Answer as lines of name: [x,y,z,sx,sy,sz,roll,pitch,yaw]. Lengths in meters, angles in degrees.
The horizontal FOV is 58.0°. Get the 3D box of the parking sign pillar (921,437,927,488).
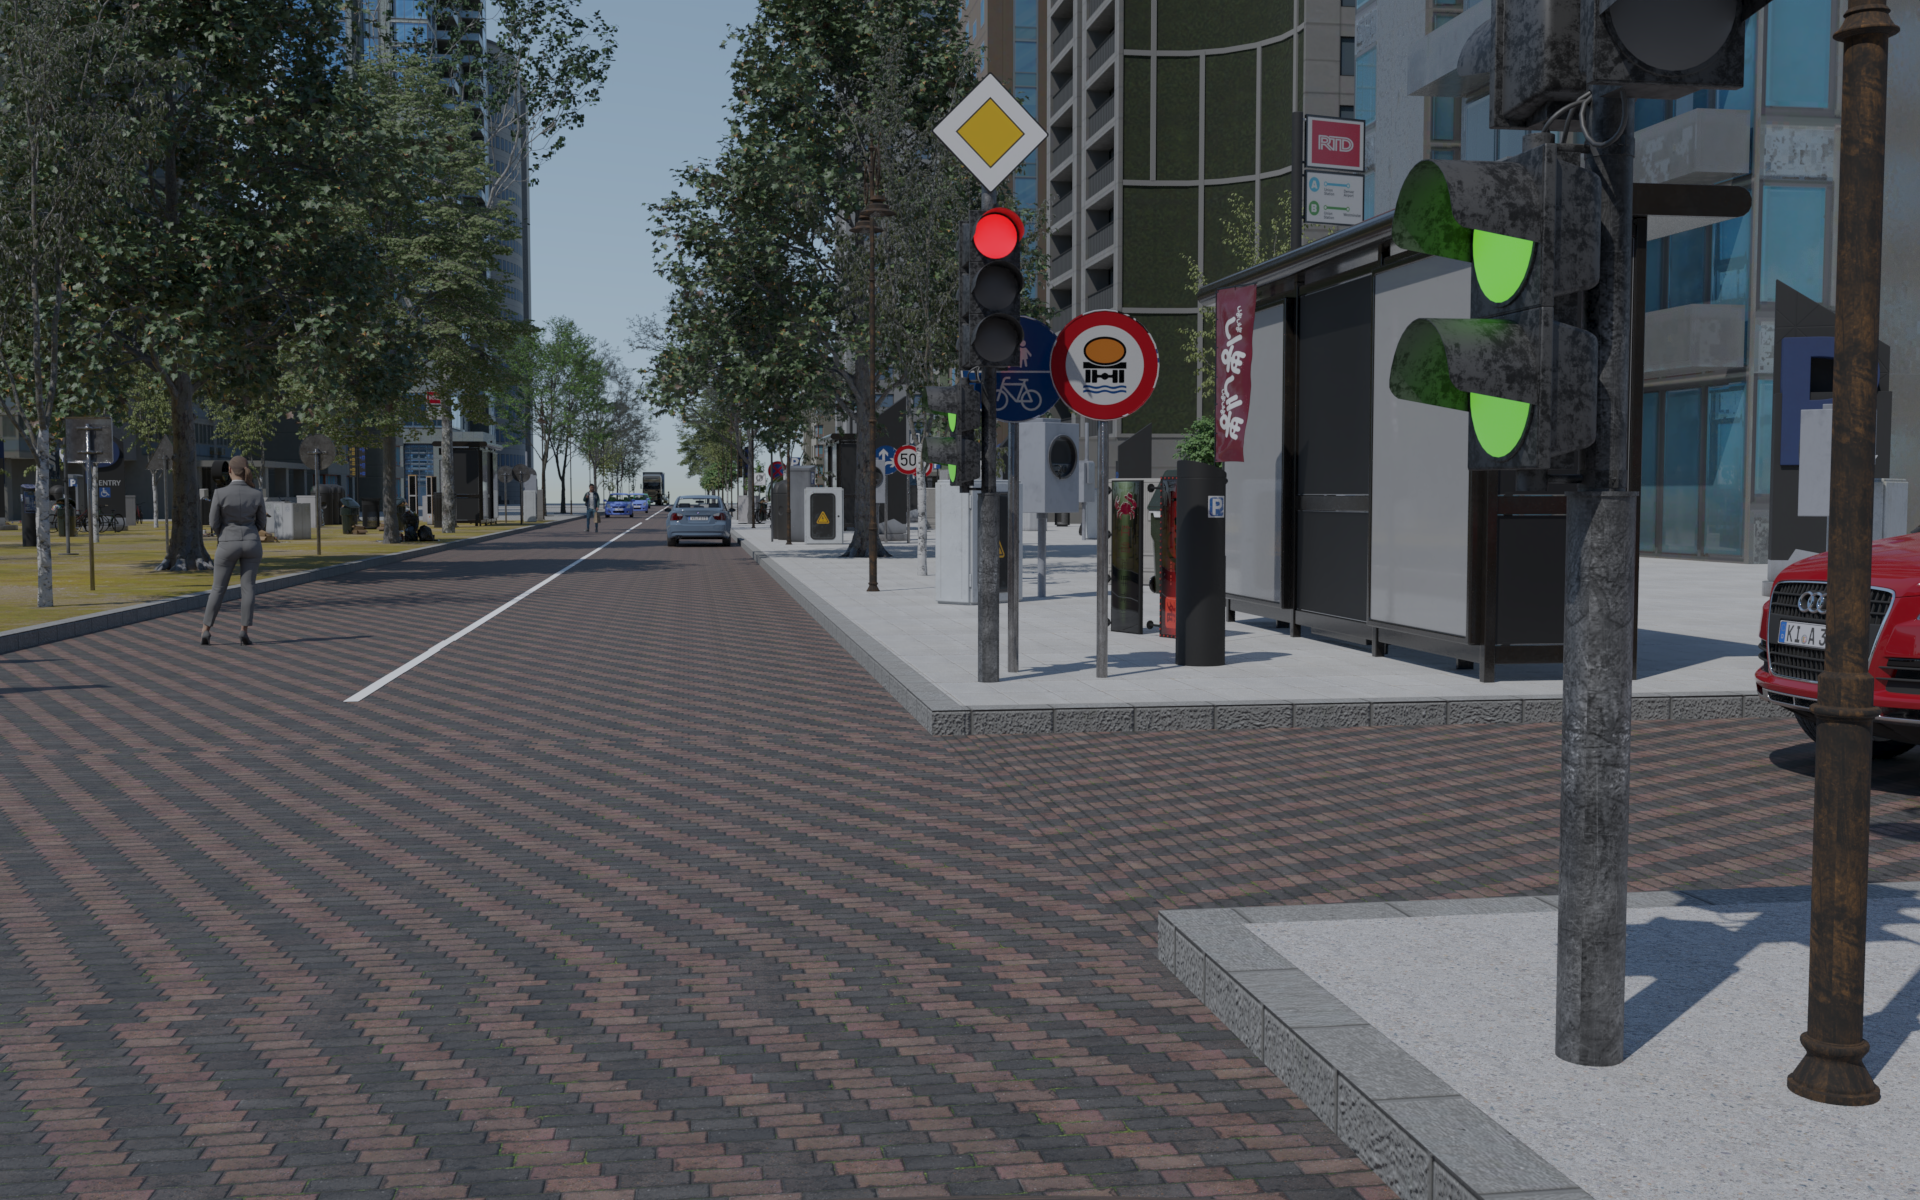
parking sign pillar: [-2.160,-5.519,78.700,1.447,3.967,1.447,1,4,21]

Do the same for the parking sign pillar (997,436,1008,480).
parking sign pillar: [1.776,-4.711,65.497,1.447,3.967,1.447,2,4,34]

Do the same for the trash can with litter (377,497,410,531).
trash can with litter: [-19.608,-2.965,59.869,0.624,1.170,1.055,2,4,27]

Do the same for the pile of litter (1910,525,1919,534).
pile of litter: [15.219,-0.802,27.071,1.176,0.858,1.719,-2,4,-34]

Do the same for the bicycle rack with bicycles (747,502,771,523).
bicycle rack with bicycles: [-8.357,-3.892,77.012,2.852,0.926,2.925,3,5,39]

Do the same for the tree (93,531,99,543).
tree: [-23.075,-5.835,45.765,4.737,8.622,4.395,0,3,0]

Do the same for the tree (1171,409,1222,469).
tree: [9.373,-4.842,62.883,4.285,4.588,4.351,0,3,0]

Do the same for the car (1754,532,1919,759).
car: [6.736,-0.014,8.908,5.304,1.827,2.281,-1,4,-10]

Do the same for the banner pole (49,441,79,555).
banner pole: [-18.870,-2.825,36.208,0.401,3.779,0.863,1,4,15]

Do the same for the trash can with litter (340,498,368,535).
trash can with litter: [-19.182,-2.665,54.966,1.055,1.170,0.624,3,4,36]

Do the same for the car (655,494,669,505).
car: [-40.022,-13.586,232.353,2.015,1.641,3.980,0,4,-7]

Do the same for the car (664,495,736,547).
car: [-7.304,-2.240,48.624,2.014,1.417,4.499,0,4,-7]

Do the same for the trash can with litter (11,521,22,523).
trash can with litter: [-40.860,-3.992,76.330,1.678,1.210,2.233,-1,4,-19]

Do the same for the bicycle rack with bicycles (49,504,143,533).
bicycle rack with bicycles: [-29.036,-2.681,57.223,2.852,0.926,2.925,2,4,35]

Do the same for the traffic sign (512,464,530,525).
traffic sign: [-18.450,-4.444,72.770,0.768,2.556,0.104,0,4,1]

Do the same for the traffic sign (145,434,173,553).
traffic sign: [-17.141,-2.287,37.391,0.884,2.594,0.081,0,4,0]

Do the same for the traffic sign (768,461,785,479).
traffic sign: [-7.010,-4.072,66.683,0.768,2.556,0.104,0,4,-6]

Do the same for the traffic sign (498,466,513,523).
traffic sign: [-20.360,-4.740,77.604,0.768,2.556,0.104,0,4,-1]

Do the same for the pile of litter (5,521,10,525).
pile of litter: [-37.994,-3.317,68.199,1.176,0.858,1.719,0,4,0]

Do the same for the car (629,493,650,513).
car: [-24.276,-7.368,130.064,1.945,1.707,3.694,-1,4,-10]

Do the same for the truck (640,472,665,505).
truck: [-39.196,-14.220,221.411,2.839,4.237,11.283,0,4,-8]

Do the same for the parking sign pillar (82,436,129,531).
parking sign pillar: [-29.761,-4.387,60.205,1.447,3.967,1.447,-2,4,-28]

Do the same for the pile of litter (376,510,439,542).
pile of litter: [-14.959,-2.010,46.830,1.719,0.858,1.176,-1,4,-20]

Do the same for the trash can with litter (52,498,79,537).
trash can with litter: [-26.840,-2.484,51.995,0.624,1.170,1.055,-1,4,-19]

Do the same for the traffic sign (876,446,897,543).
traffic sign: [-1.947,-2.777,45.513,0.768,2.556,0.104,-1,4,-9]

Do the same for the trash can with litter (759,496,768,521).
trash can with litter: [-9.618,-4.314,81.915,1.055,1.170,0.624,0,4,-8]

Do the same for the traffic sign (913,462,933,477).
traffic sign: [-1.216,-3.294,53.970,0.768,2.556,0.104,0,4,-3]

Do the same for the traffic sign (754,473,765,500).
traffic sign: [-9.730,-5.016,84.145,0.606,2.300,0.079,0,4,1]

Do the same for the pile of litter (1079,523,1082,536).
pile of litter: [4.343,-2.423,53.586,1.719,0.858,1.176,-3,5,-41]

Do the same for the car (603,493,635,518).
car: [-20.911,-5.917,106.327,1.945,1.707,3.694,-1,4,-10]

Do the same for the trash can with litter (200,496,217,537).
trash can with litter: [-22.820,-2.485,51.689,1.678,1.210,2.233,1,4,10]

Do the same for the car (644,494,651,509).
car: [-31.314,-9.867,170.126,1.959,1.807,4.718,-1,4,-11]

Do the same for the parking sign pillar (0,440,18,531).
parking sign pillar: [-34.091,-4.440,61.066,1.447,3.967,1.447,-3,5,-41]

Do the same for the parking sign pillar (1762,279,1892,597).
parking sign pillar: [10.810,-2.021,21.518,1.447,3.967,1.447,1,4,20]

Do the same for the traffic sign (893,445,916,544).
traffic sign: [-1.334,-2.734,44.799,0.768,2.556,0.104,0,4,-2]

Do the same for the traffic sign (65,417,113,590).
traffic sign: [-11.537,-1.275,22.975,0.606,2.300,0.079,0,4,-1]

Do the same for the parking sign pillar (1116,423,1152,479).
parking sign pillar: [6.565,-4.712,65.518,1.447,3.967,1.447,-1,4,-11]

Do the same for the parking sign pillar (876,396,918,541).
parking sign pillar: [-2.147,-3.613,47.546,1.447,3.967,1.447,-2,4,-24]

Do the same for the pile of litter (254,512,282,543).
pile of litter: [-18.665,-1.954,45.911,1.719,0.858,1.176,1,4,18]

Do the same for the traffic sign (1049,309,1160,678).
traffic sign: [0.993,-0.730,12.037,0.768,2.556,0.104,0,4,-5]

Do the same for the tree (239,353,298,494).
tree: [-29.831,-7.508,73.118,4.737,8.622,4.395,0,3,0]

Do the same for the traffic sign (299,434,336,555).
traffic sign: [-13.519,-2.223,36.454,0.768,2.556,0.104,0,4,0]

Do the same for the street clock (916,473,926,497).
street clock: [-1.197,-2.991,53.470,0.358,2.002,0.471,-1,4,-13]

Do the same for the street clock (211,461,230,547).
street clock: [-16.052,-2.024,37.658,0.358,2.002,0.471,0,4,-1]

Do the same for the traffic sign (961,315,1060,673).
traffic sign: [0.384,-0.752,12.402,0.768,2.556,0.104,0,4,-3]

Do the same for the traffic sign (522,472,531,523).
traffic sign: [-19.443,-4.697,76.909,0.768,2.556,0.104,0,4,0]

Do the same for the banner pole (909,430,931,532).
banner pole: [-1.393,-4.228,59.137,0.863,3.779,0.401,2,4,30]

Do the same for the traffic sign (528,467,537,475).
traffic sign: [-20.497,-5.031,82.355,0.768,2.556,0.104,0,4,-8]
